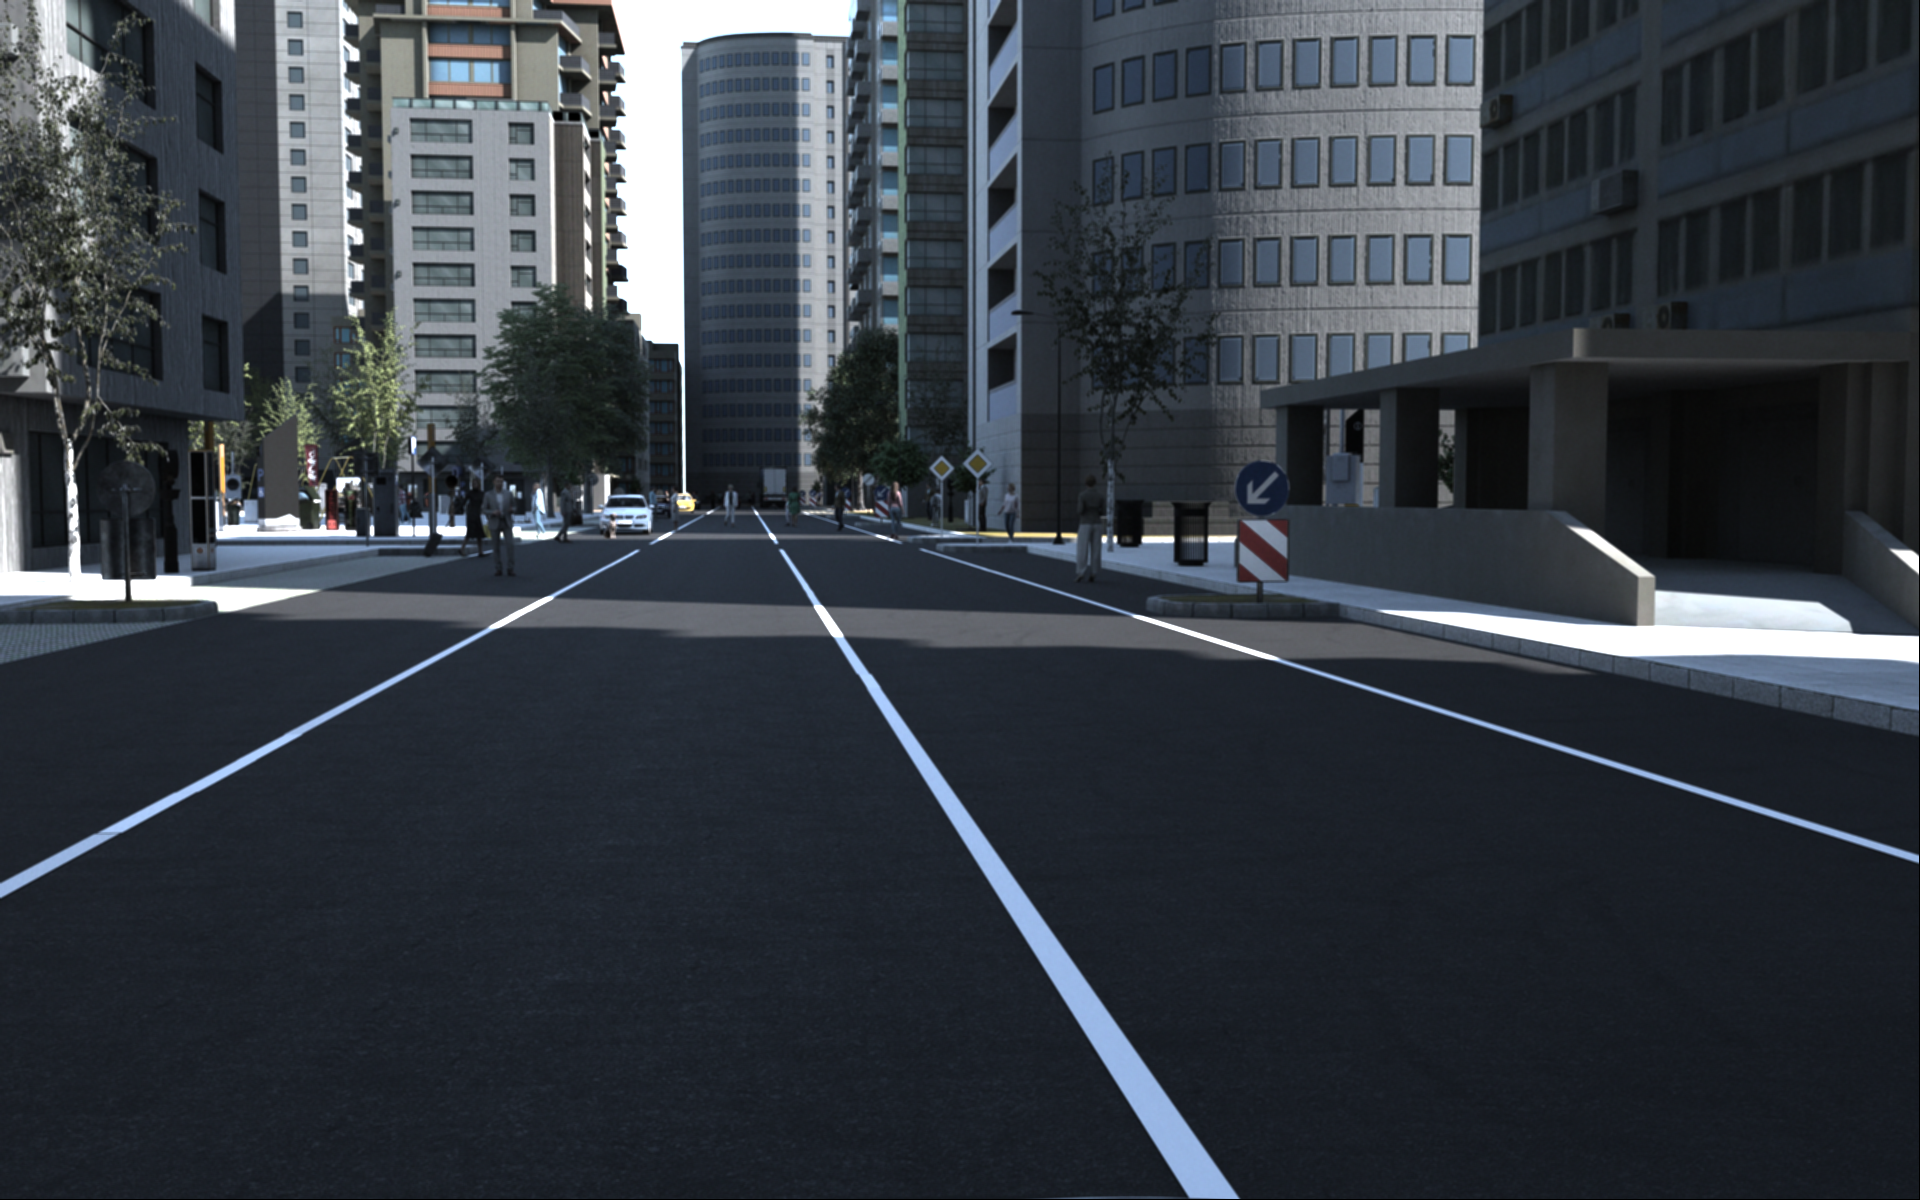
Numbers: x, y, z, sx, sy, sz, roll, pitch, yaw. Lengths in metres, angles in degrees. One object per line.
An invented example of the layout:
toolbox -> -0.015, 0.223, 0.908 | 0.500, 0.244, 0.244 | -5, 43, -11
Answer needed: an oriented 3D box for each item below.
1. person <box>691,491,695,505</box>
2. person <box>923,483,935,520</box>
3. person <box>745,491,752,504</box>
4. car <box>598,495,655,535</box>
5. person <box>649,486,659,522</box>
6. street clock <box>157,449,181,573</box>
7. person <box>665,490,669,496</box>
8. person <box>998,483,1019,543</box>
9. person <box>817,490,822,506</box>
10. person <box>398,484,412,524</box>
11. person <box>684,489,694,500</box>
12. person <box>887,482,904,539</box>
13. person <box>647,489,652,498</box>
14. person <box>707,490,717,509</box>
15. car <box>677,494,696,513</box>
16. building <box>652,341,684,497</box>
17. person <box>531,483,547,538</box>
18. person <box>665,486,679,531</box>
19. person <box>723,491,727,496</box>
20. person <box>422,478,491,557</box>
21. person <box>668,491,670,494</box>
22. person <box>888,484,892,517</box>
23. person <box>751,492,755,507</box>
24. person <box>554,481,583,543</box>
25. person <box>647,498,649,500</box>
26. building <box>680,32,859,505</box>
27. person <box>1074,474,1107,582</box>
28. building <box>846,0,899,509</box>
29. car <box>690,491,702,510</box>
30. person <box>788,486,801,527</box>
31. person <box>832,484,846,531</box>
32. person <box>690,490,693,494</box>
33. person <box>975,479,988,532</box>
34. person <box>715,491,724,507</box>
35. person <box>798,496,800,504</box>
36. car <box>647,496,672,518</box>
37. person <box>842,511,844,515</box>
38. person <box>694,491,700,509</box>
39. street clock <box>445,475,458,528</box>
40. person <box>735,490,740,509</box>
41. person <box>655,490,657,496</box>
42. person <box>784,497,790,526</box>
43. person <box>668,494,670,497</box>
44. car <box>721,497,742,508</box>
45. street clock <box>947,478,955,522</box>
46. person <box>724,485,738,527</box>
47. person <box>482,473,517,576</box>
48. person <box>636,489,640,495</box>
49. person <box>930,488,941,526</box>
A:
person -> -23.738, -8.858, 154.245 | 0.530, 1.710, 0.541 | 2, 4, 32
person -> -1.498, -4.813, 84.644 | 0.656, 1.842, 0.836 | 0, 4, 2
person -> -22.845, -10.938, 188.121 | 1.217, 1.735, 0.721 | -2, 4, -24
car -> -12.055, -3.099, 62.678 | 2.014, 1.417, 4.499 | -1, 4, -8
person -> -15.756, -4.913, 88.697 | 0.748, 1.841, 0.638 | 2, 4, 28
street clock -> -12.838, -1.441, 28.139 | 0.358, 2.002, 0.471 | -3, 4, -36
person -> -25.397, -8.573, 149.200 | 0.750, 1.759, 0.617 | 1, 4, 16
person -> 1.431, -2.495, 49.965 | 0.731, 1.740, 0.598 | 1, 4, 21
person -> -14.563, -10.513, 178.867 | 0.436, 1.711, 0.756 | -2, 4, -31
person -> -23.911, -4.130, 74.402 | 0.643, 1.720, 0.563 | 0, 4, -3
person -> -23.032, -8.386, 145.589 | 1.348, 1.826, 0.705 | -1, 4, -18
person -> -2.031, -2.844, 55.004 | 0.555, 1.821, 0.388 | 1, 4, 11
person -> -32.393, -10.729, 181.548 | 0.705, 1.812, 1.348 | -2, 4, -33
person -> -24.208, -9.839, 169.504 | 1.348, 1.807, 0.705 | 3, 5, 41
car -> -20.975, -7.385, 130.975 | 2.015, 1.641, 3.980 | -1, 4, -9
building -> -50.348, -22.977, 220.714 | 28.899, 21.520, 27.650 | 0, 4, -7
person -> -13.556, -2.873, 55.737 | 0.793, 1.790, 0.793 | 2, 4, 34
person -> -11.134, -3.548, 67.081 | 0.524, 1.755, 0.480 | -1, 4, -20
person -> -24.899, -10.747, 184.935 | 1.217, 1.743, 0.721 | 1, 4, 12
person -> -11.420, -1.877, 39.410 | 1.509, 1.804, 0.699 | -1, 4, -9
person -> -27.434, -9.429, 163.492 | 0.721, 1.723, 1.217 | -1, 4, -12
person -> -3.841, -5.489, 95.883 | 0.679, 1.850, 0.850 | 2, 4, 29
person -> -22.172, -10.744, 185.628 | 0.415, 1.643, 0.593 | 2, 4, 26
person -> -11.614, -2.605, 51.215 | 0.853, 1.813, 0.709 | 0, 4, -4
person -> -19.318, -5.732, 107.239 | 0.505, 1.210, 0.382 | -2, 4, -28
building -> -20.868, -41.466, 219.964 | 28.212, 58.520, 21.231 | 0, 4, -7
person -> 2.122, -1.178, 28.312 | 0.519, 1.759, 0.362 | -1, 4, -14
building -> 1.343, -32.802, 155.925 | 23.786, 49.044, 30.456 | 0, 4, -7
car -> -24.414, -9.002, 156.971 | 2.009, 1.686, 4.222 | -1, 4, -9
person -> -7.313, -4.139, 76.423 | 0.600, 1.795, 0.529 | 0, 4, -5
person -> -4.756, -3.645, 68.006 | 0.656, 1.842, 0.836 | 1, 4, 16
person -> -25.124, -9.374, 161.860 | 1.348, 1.812, 0.705 | 2, 4, 32
person -> 0.732, -3.231, 59.056 | 0.473, 1.802, 0.592 | 1, 4, 10
person -> -26.826, -11.283, 193.772 | 1.217, 1.735, 0.721 | -2, 4, -34
person -> -17.651, -10.925, 190.381 | 1.065, 1.426, 0.557 | 2, 4, 28
car -> -18.119, -5.611, 104.313 | 1.945, 1.354, 3.894 | 0, 4, -6
person -> -7.195, -5.716, 106.227 | 0.394, 1.301, 0.425 | -1, 4, -21
person -> -25.723, -9.743, 168.488 | 1.217, 1.739, 0.721 | -3, 5, -40
street clock -> -19.381, -3.759, 66.033 | 0.471, 2.002, 0.358 | -1, 4, -20
person -> -21.014, -9.515, 163.937 | 0.599, 1.838, 0.709 | 1, 4, 22
person -> -34.322, -11.513, 195.004 | 0.721, 1.743, 1.217 | -3, 5, -44
person -> -7.750, -3.974, 77.755 | 0.394, 1.301, 0.425 | -3, 5, -41
person -> -26.612, -8.916, 157.504 | 0.599, 1.433, 0.991 | 0, 4, -7
car -> -24.008, -10.582, 182.058 | 2.155, 1.783, 4.494 | -1, 4, -9
street clock -> -0.419, -4.519, 78.461 | 0.358, 2.002, 0.471 | 1, 4, 13
person -> -9.994, -4.096, 75.345 | 0.514, 1.842, 0.818 | -2, 4, -30
person -> -8.077, -1.332, 30.477 | 0.606, 1.804, 0.583 | -2, 4, -26
person -> -30.253, -9.578, 163.172 | 0.617, 1.759, 0.750 | -3, 5, -44
person -> -0.967, -3.746, 69.880 | 0.503, 1.515, 0.523 | -1, 4, -9
